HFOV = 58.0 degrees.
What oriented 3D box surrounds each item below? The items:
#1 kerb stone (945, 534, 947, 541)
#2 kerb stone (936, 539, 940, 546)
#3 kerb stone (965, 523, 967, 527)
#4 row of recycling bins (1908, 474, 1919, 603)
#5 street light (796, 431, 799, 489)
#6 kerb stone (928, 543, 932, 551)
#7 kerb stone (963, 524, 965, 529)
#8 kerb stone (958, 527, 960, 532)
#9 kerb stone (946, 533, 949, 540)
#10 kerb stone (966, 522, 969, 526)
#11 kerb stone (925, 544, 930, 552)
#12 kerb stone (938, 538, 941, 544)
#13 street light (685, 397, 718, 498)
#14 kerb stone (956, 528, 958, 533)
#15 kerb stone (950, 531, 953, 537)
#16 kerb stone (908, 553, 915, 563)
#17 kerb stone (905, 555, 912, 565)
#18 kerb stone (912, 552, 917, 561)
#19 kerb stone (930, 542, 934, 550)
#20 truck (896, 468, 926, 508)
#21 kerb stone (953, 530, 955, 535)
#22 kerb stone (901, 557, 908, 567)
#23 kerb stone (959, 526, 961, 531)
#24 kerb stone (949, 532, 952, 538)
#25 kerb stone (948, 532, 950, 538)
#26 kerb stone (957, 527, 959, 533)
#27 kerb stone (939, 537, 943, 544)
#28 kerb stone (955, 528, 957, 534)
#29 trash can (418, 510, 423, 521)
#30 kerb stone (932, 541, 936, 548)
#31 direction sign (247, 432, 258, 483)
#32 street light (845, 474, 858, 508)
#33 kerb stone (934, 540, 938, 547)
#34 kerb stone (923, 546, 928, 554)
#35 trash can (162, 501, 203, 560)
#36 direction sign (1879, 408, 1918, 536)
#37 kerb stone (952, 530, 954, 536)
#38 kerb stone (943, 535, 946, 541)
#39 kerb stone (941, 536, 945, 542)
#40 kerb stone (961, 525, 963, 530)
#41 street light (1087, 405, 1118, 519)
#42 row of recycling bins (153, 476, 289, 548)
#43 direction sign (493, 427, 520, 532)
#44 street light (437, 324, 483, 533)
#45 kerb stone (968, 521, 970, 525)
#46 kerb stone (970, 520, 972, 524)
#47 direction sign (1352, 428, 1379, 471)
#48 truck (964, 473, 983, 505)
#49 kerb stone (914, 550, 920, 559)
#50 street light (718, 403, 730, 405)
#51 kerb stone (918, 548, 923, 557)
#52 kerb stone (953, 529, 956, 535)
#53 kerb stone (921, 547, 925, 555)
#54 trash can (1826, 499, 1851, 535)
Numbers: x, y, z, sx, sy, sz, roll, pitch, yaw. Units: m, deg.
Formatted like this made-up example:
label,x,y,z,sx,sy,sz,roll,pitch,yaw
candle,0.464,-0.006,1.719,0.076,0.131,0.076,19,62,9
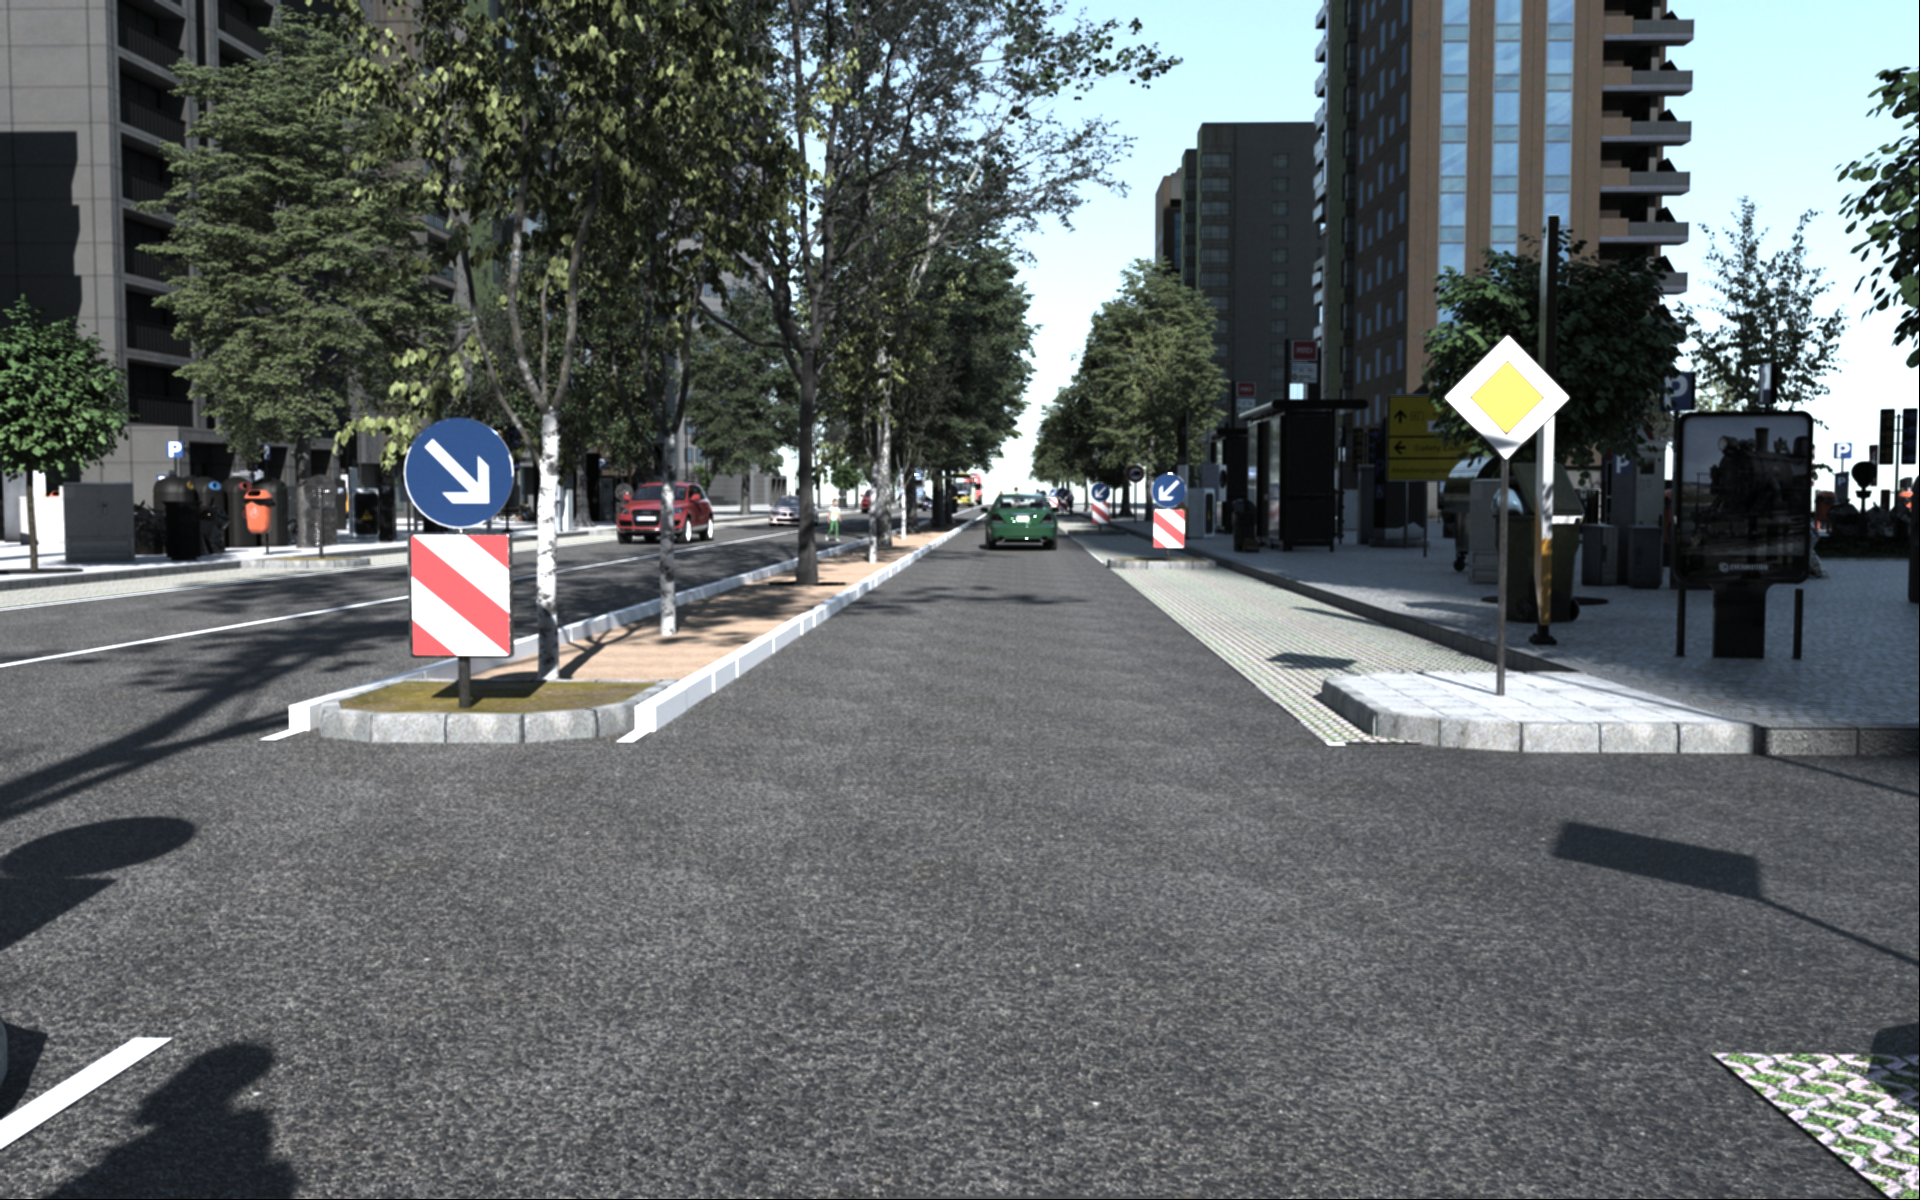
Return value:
label,x,y,z,sx,sy,sz,roll,pitch,yaw
kerb stone,-0.533,-1.815,51.938,0.120,0.150,1.000,0,4,2
kerb stone,-0.703,-1.499,46.796,0.120,0.150,1.000,0,4,2
kerb stone,0.110,-3.009,71.406,0.120,0.150,1.000,0,4,2
row of recycling bins,12.900,-0.777,19.825,3.534,1.692,1.069,1,4,21
street light,-11.222,-9.281,124.287,1.470,5.913,1.316,0,4,2
kerb stone,-0.837,-1.255,42.707,0.120,0.150,1.000,0,4,2
kerb stone,0.016,-2.822,68.341,0.120,0.150,1.000,0,4,2
kerb stone,-0.159,-2.508,63.206,0.120,0.150,1.000,0,4,2
kerb stone,-0.490,-1.882,52.959,0.120,0.150,1.000,0,4,2
kerb stone,0.183,-3.135,73.448,0.120,0.150,1.000,0,4,2
kerb stone,-0.867,-1.192,41.686,0.120,0.150,1.000,0,4,2
kerb stone,-0.663,-1.565,47.829,0.120,0.150,1.000,0,4,2
street light,-12.579,-6.760,83.059,1.470,5.913,1.316,0,4,2
kerb stone,-0.225,-2.381,61.156,0.120,0.150,1.000,0,4,2
kerb stone,-0.397,-2.069,56.030,0.120,0.150,1.000,0,4,2
kerb stone,-1.068,-0.815,35.529,0.120,0.150,1.000,0,4,2
kerb stone,-1.104,-0.752,34.497,0.120,0.150,1.000,0,4,2
kerb stone,-1.043,-0.878,36.557,0.120,0.150,1.000,0,4,2
kerb stone,-0.808,-1.317,43.732,0.120,0.150,1.000,0,4,2
truck,-4.756,-11.817,182.973,2.967,4.110,18.799,0,4,1
kerb stone,-0.326,-2.194,58.082,0.120,0.150,1.000,0,4,2
kerb stone,-1.138,-0.690,33.475,0.120,0.150,1.000,0,4,2
kerb stone,-0.126,-2.571,64.232,0.120,0.150,1.000,0,4,2
kerb stone,-0.427,-2.007,55.009,0.120,0.150,1.000,0,4,2
kerb stone,-0.458,-1.943,53.980,0.120,0.150,1.000,0,4,2
kerb stone,-0.185,-2.446,62.185,0.120,0.150,1.000,0,4,2
kerb stone,-0.631,-1.630,48.854,0.120,0.150,1.000,0,4,2
kerb stone,-0.255,-2.320,60.126,0.120,0.150,1.000,0,4,2
trash can,-25.662,-4.326,82.390,0.748,1.137,0.748,0,3,0
kerb stone,-0.770,-1.377,44.753,0.120,0.150,1.000,0,4,2
direction sign,-24.294,-4.129,59.504,0.379,3.537,0.876,0,4,-2
street light,-9.992,-11.473,160.130,1.470,5.913,1.316,0,4,2
kerb stone,-0.735,-1.439,45.774,0.120,0.150,1.000,0,4,2
kerb stone,-0.907,-1.124,40.657,0.120,0.150,1.000,0,4,2
trash can,-15.084,-1.344,33.633,0.748,1.137,0.748,0,3,0
direction sign,24.834,-3.297,45.910,0.876,3.537,0.379,3,4,36
kerb stone,-0.356,-2.132,57.060,0.120,0.150,1.000,0,4,2
kerb stone,-0.561,-1.754,50.914,0.120,0.150,1.000,0,4,2
kerb stone,-0.592,-1.693,49.884,0.120,0.150,1.000,0,4,2
kerb stone,-0.050,-2.697,66.289,0.120,0.150,1.000,0,4,2
street light,7.535,-7.221,90.611,1.470,5.913,1.316,0,4,2
row of recycling bins,-17.625,-2.092,41.325,1.069,1.692,3.534,2,4,27
direction sign,-15.224,-4.047,58.162,0.876,3.537,0.379,0,4,2
street light,-13.745,-4.586,47.523,1.470,5.913,1.316,0,4,2
kerb stone,0.247,-3.260,75.498,0.120,0.150,1.000,0,4,2
kerb stone,0.358,-3.447,78.563,0.120,0.150,1.000,0,4,2
direction sign,13.977,-4.144,59.753,0.876,3.537,0.379,1,4,17
truck,1.811,-15.118,236.086,2.839,4.237,11.283,0,4,1
kerb stone,-1.008,-0.941,37.579,0.120,0.150,1.000,0,4,2
street light,-12.385,-7.074,88.204,1.470,5.913,1.316,0,4,2
kerb stone,-0.977,-1.004,38.603,0.120,0.150,1.000,0,4,2
kerb stone,-0.298,-2.257,59.103,0.120,0.150,1.000,0,4,2
kerb stone,-0.937,-1.066,39.627,0.120,0.150,1.000,0,4,2
trash can,27.007,-2.547,53.295,0.748,1.137,0.748,0,3,0
